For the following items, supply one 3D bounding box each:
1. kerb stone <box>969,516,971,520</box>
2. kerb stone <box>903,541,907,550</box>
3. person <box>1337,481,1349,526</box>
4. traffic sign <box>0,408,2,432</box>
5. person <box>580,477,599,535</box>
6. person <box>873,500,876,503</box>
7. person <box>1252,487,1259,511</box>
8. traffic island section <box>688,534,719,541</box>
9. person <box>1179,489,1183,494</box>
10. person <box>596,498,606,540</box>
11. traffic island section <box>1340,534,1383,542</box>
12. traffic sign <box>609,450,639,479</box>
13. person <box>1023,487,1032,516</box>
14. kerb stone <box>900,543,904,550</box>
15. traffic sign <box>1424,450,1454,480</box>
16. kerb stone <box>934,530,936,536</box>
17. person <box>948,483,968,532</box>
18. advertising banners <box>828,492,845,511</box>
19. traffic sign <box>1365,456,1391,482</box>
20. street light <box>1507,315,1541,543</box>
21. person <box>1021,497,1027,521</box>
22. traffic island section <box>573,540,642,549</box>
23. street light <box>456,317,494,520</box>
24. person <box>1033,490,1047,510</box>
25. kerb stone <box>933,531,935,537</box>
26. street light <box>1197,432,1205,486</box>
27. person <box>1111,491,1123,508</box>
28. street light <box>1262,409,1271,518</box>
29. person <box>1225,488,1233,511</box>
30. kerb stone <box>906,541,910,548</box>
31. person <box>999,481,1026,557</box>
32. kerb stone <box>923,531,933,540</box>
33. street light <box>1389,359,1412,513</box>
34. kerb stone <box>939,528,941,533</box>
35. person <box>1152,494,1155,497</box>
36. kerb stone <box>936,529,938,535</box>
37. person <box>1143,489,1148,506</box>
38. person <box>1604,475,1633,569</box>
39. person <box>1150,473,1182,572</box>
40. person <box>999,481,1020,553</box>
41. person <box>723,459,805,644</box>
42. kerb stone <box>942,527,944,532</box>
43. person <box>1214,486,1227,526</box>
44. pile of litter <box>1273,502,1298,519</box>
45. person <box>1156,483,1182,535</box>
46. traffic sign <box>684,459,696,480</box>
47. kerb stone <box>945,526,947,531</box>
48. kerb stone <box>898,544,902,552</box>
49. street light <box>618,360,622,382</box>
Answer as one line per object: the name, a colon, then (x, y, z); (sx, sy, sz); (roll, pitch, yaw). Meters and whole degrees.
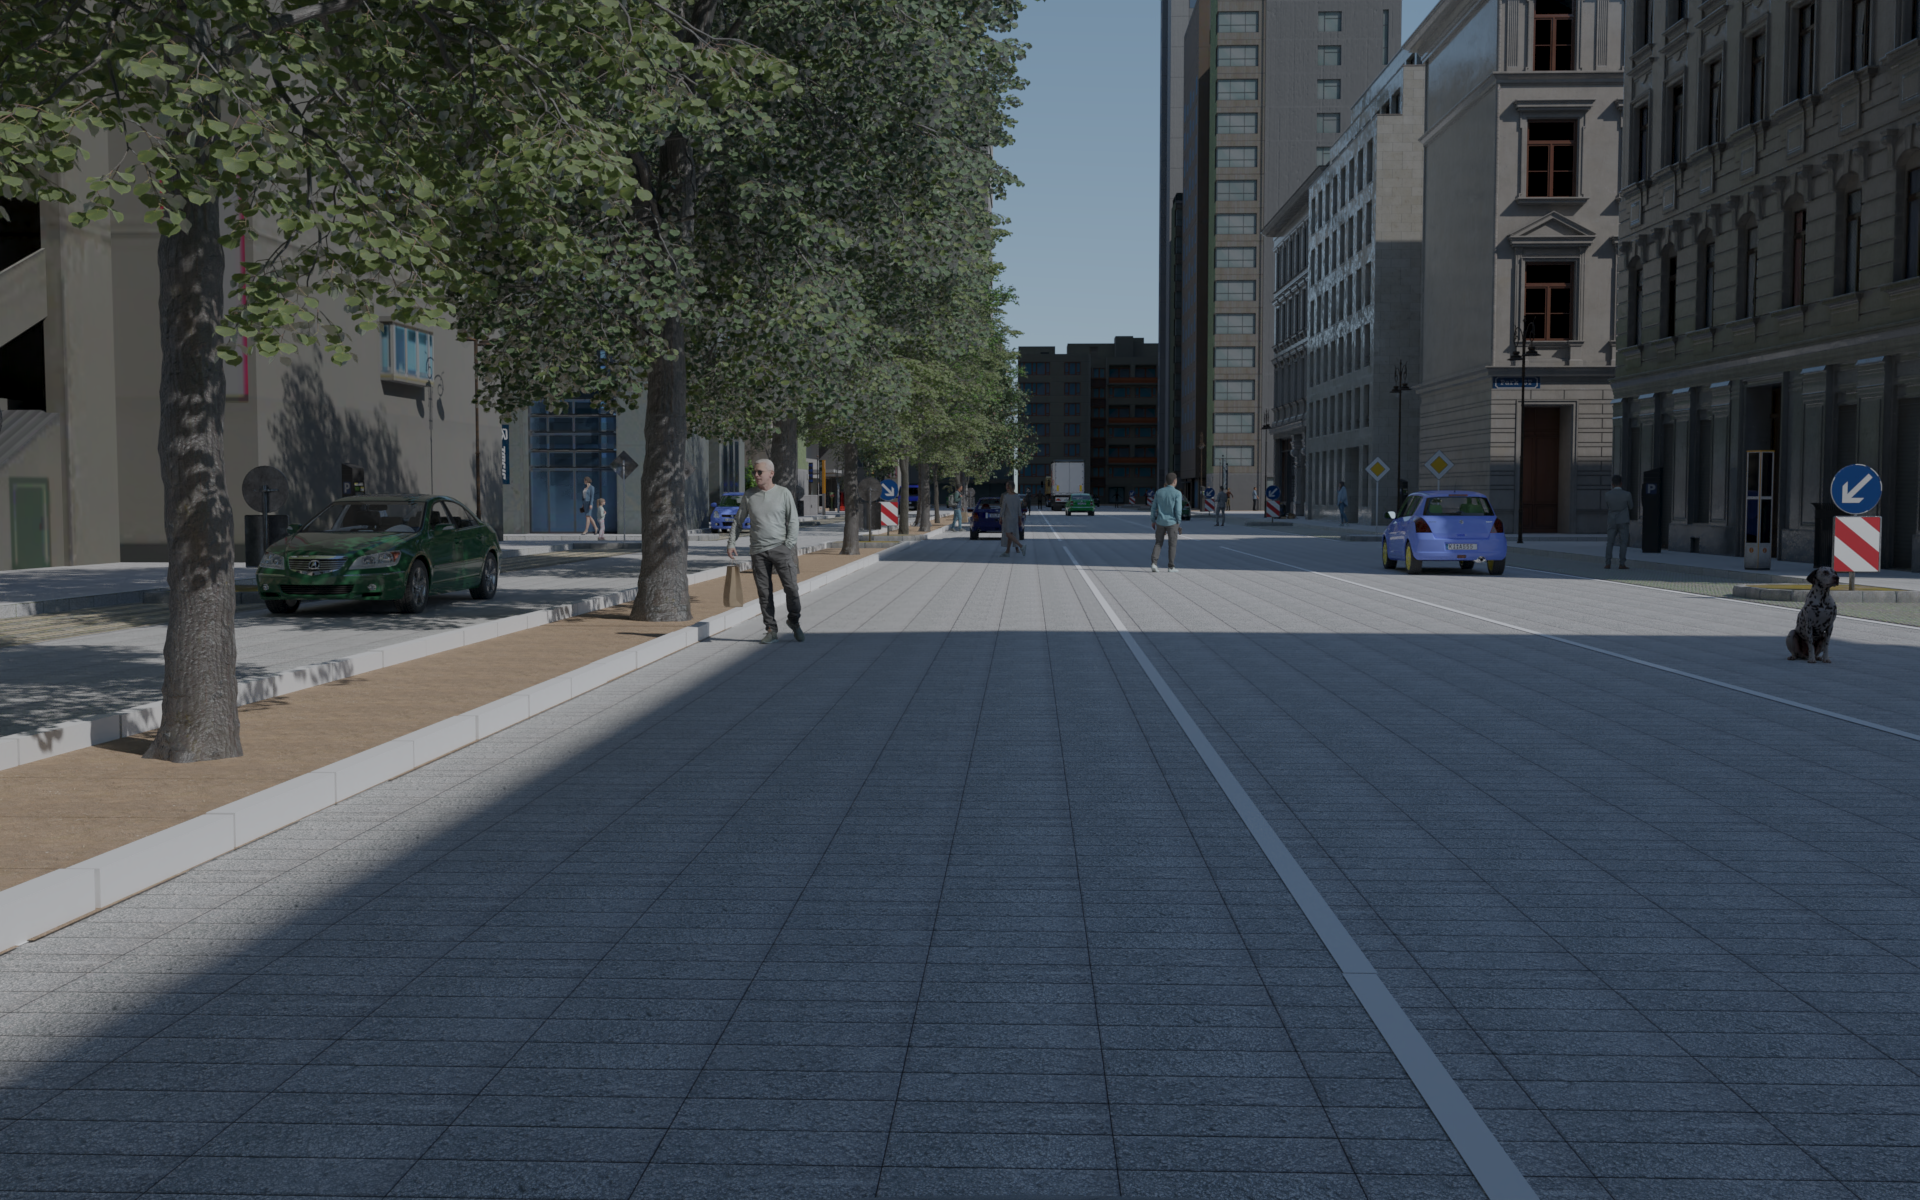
kerb stone: (0.678, -4.773, 100.239); (0.120, 0.150, 1.000); (0, 4, 2)
kerb stone: (-1.510, -1.354, 44.332); (0.120, 0.150, 1.000); (0, 4, 2)
person: (15.244, -3.829, 68.907); (0.793, 1.790, 0.793); (-2, 4, -35)
traffic sign: (-11.716, -1.251, 20.563); (0.768, 2.556, 0.104); (1, 4, 10)
person: (-11.584, -2.944, 54.206); (0.654, 1.822, 0.581); (-2, 4, -27)
person: (-7.666, -9.016, 156.683); (0.421, 1.427, 0.697); (1, 4, 22)
person: (22.463, -7.697, 131.867); (0.705, 1.826, 1.348); (0, 4, -6)
traffic island section: (-8.708, -1.962, 54.367); (2.009, 0.180, 2.903); (0, 4, 2)
person: (18.479, -8.499, 145.717); (0.721, 1.743, 1.217); (3, 4, 39)
person: (-10.772, -2.407, 52.139); (0.394, 1.301, 0.425); (-3, 4, -37)
traffic island section: (12.917, -1.910, 53.517); (2.009, 0.180, 2.903); (0, 4, 2)
traffic sign: (-8.997, -2.699, 46.320); (0.795, 2.593, 0.064); (0, 4, 2)
person: (4.508, -6.592, 115.642); (0.648, 1.900, 0.474); (3, 5, 40)
kerb stone: (-1.555, -1.292, 43.311); (0.120, 0.150, 1.000); (0, 4, 2)
traffic sign: (12.580, -2.646, 45.456); (0.795, 2.593, 0.064); (0, 4, 2)
kerb stone: (-0.965, -2.192, 58.179); (0.120, 0.150, 1.000); (0, 4, 2)
person: (-0.055, -3.427, 64.516); (0.713, 1.824, 0.794); (1, 4, 20)
advertising banners: (-8.758, -8.080, 128.297); (2.074, 3.025, 0.090); (0, 4, 3)
traffic sign: (12.893, -3.134, 53.435); (0.795, 2.593, 0.064); (0, 4, 2)
street light: (14.601, -4.415, 44.971); (0.468, 5.910, 1.993); (0, 4, 2)
person: (3.432, -4.931, 93.788); (0.362, 1.253, 0.373); (-1, 4, -9)
traffic island section: (-9.021, -1.474, 46.388); (2.009, 0.180, 2.903); (0, 4, 2)
street light: (-11.317, -4.147, 40.592); (0.468, 5.910, 1.993); (0, 4, 2)
person: (7.425, -9.310, 160.848); (1.348, 1.807, 0.705); (0, 4, 2)
kerb stone: (-1.011, -2.138, 57.157); (0.120, 0.150, 1.000); (0, 4, 2)
street light: (17.842, -9.497, 128.063); (0.468, 5.910, 1.993); (0, 4, 2)
person: (16.034, -10.249, 176.902); (1.217, 1.723, 0.721); (2, 4, 23)
street light: (16.567, -7.401, 93.802); (0.468, 5.910, 1.993); (0, 4, 2)
person: (20.396, -7.677, 132.076); (1.217, 1.766, 0.721); (-2, 4, -33)
kerb stone: (-1.471, -1.416, 45.354); (0.120, 0.150, 1.000); (0, 4, 2)
person: (1.213, -1.843, 39.383); (0.760, 1.731, 0.466); (2, 4, 32)
kerb stone: (-1.048, -2.076, 56.132); (0.120, 0.150, 1.000); (0, 4, 2)
street light: (15.111, -5.306, 59.547); (0.468, 5.910, 1.993); (0, 4, 2)
kerb stone: (-0.843, -2.389, 61.249); (0.120, 0.150, 1.000); (0, 4, 2)
person: (20.231, -10.422, 179.638); (0.799, 1.438, 0.628); (1, 4, 13)
kerb stone: (-0.929, -2.264, 59.206); (0.120, 0.150, 1.000); (0, 4, 2)
person: (20.839, -11.476, 193.644); (0.705, 1.831, 1.348); (-1, 4, -23)
person: (12.549, -1.488, 33.005); (0.511, 1.800, 0.466); (1, 4, 21)
person: (3.750, -1.419, 31.716); (0.660, 1.820, 0.620); (2, 4, 31)
person: (1.213, -2.033, 42.296); (0.519, 1.759, 0.362); (0, 4, 6)
person: (-1.913, -0.470, 16.670); (0.782, 1.767, 0.515); (0, 4, 5)
kerb stone: (-0.760, -2.508, 63.296); (0.120, 0.150, 1.000); (0, 4, 2)
person: (11.639, -4.211, 77.544); (0.606, 1.804, 0.583); (-3, 4, -38)
pile of litter: (16.869, -4.617, 89.452); (1.719, 0.858, 1.176); (-2, 4, -33)
person: (7.283, -3.163, 60.181); (0.822, 1.834, 0.622); (2, 4, 29)
traffic sign: (-8.684, -3.187, 54.299); (0.795, 2.593, 0.064); (0, 4, 2)
kerb stone: (-0.685, -2.631, 65.363); (0.120, 0.150, 1.000); (0, 4, 2)
kerb stone: (-1.581, -1.229, 42.290); (0.120, 0.150, 1.000); (0, 4, 2)
street light: (-10.657, -5.069, 55.674); (0.468, 5.910, 1.993); (0, 4, 2)
